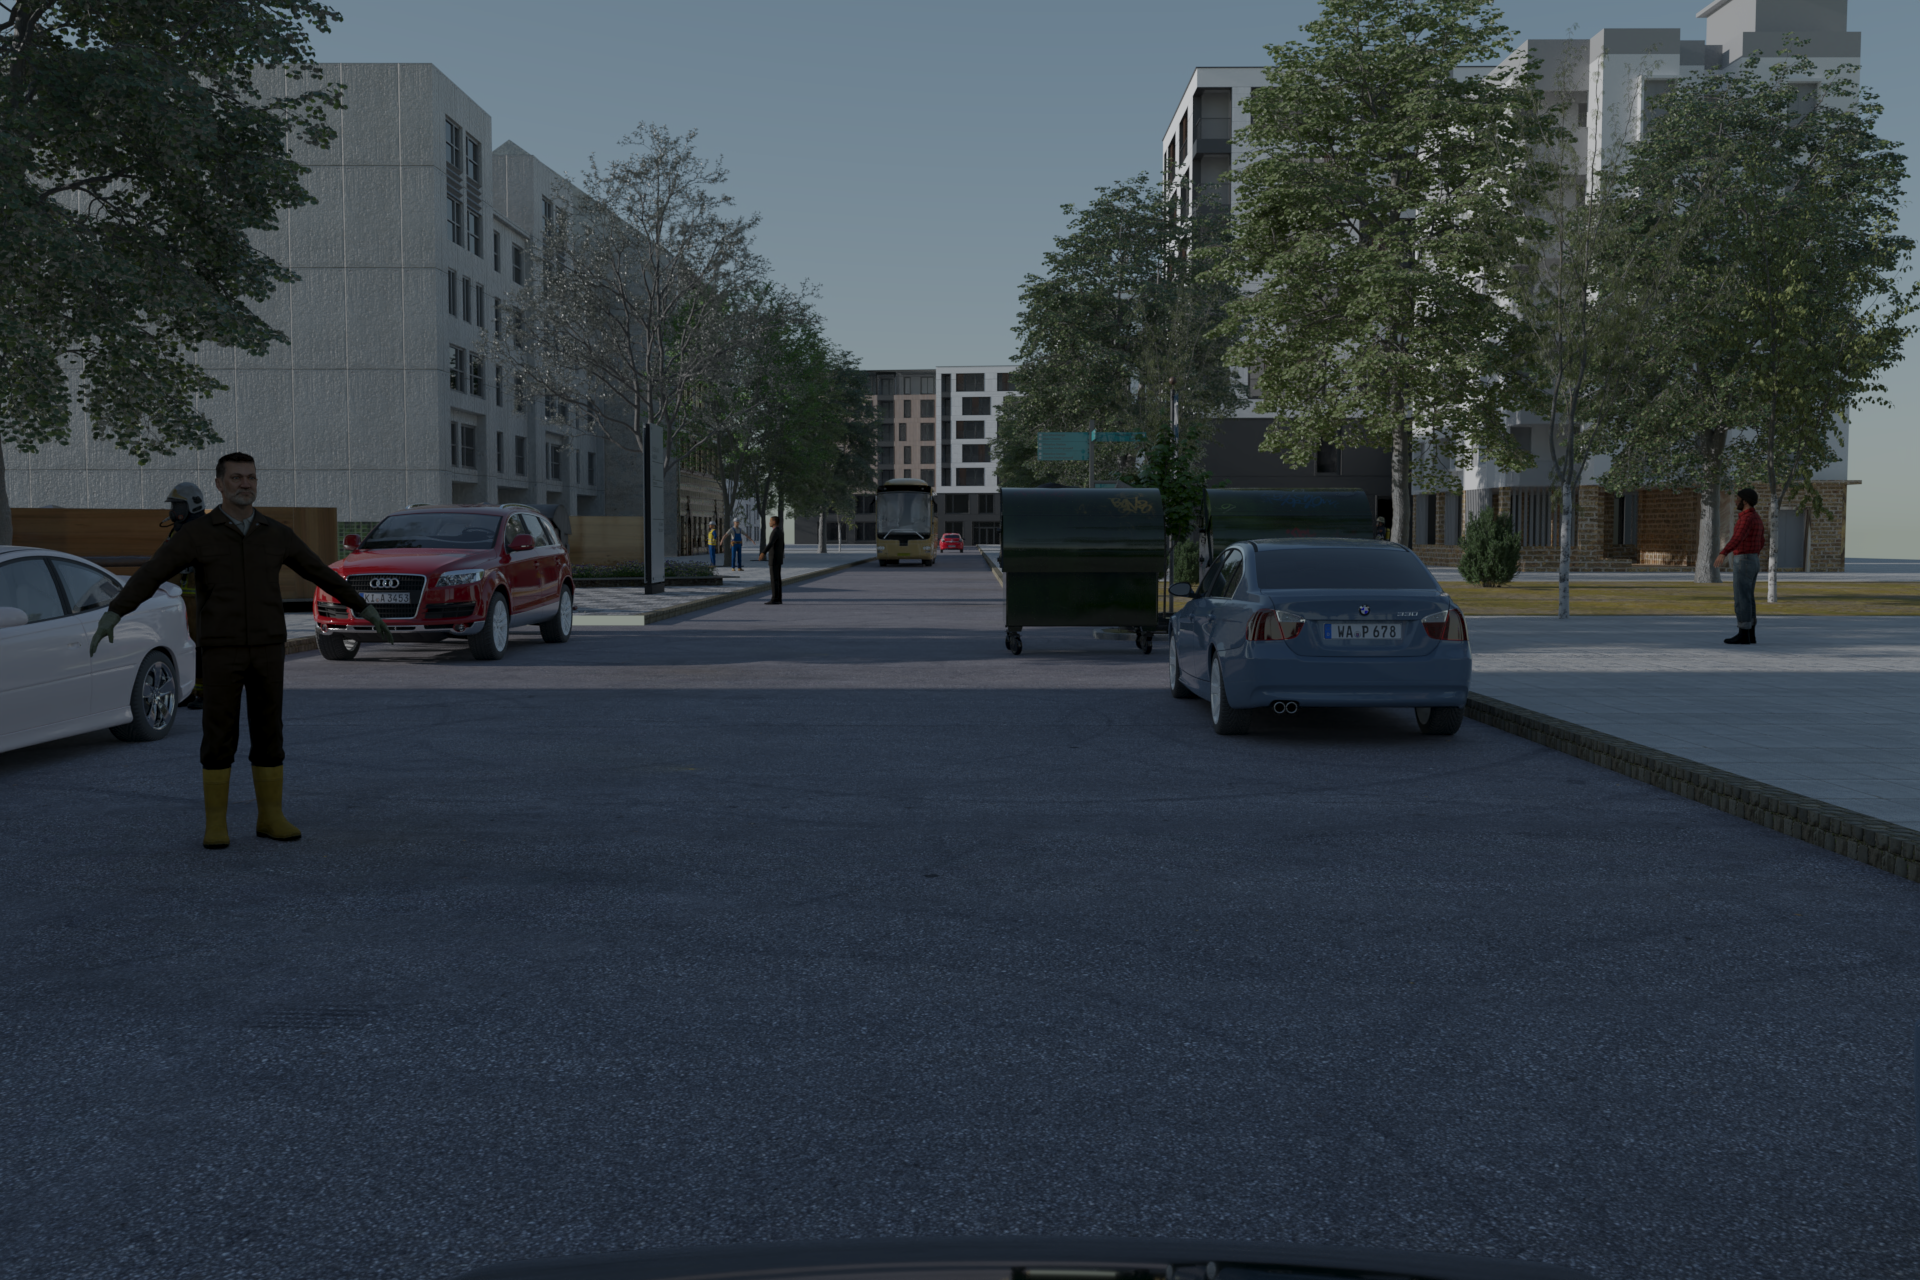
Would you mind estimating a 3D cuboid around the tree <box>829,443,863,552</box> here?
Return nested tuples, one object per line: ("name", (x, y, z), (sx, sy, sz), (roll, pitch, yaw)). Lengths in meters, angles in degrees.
("tree", (-8.884, -10.778, 126.583), (4.737, 8.622, 4.395), (0, 3, 0))

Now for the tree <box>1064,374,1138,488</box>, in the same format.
("tree", (6.046, -7.506, 73.081), (4.360, 8.622, 3.978), (0, 3, 0))

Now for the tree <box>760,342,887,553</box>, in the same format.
("tree", (-9.324, -12.852, 116.783), (9.857, 13.997, 8.962), (0, 3, 0))

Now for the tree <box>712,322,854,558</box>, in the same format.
("tree", (-9.454, -10.603, 91.493), (7.486, 12.596, 7.792), (0, 3, 0))

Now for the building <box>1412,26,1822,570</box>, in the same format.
("building", (24.073, -13.118, 70.907), (16.016, 20.090, 11.380), (0, 4, 0))

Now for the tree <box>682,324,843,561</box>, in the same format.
("tree", (-9.369, -9.531, 81.591), (9.928, 11.665, 9.643), (0, 3, 0))

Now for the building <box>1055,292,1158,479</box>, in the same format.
("building", (22.485, -19.477, 162.431), (27.936, 21.610, 32.646), (0, 3, 0))

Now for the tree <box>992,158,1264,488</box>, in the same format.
("tree", (5.658, -9.377, 59.969), (9.857, 13.997, 8.962), (0, 3, 0))

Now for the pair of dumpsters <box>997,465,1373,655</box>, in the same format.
("pair of dumpsters", (2.662, -0.981, 20.998), (4.436, 2.255, 1.574), (0, 4, -1))

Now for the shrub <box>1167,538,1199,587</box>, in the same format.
("shrub", (5.538, -1.903, 42.233), (1.383, 1.207, 1.383), (0, 3, 0))

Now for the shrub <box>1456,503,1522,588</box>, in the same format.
("shrub", (12.732, -2.278, 41.663), (1.690, 2.028, 1.600), (0, 3, 0))

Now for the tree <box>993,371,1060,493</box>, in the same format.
("tree", (5.866, -12.127, 116.407), (7.486, 12.596, 7.792), (0, 3, 0))

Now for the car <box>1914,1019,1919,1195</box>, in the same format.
("car", (2.609, 0.657, 1.268), (2.014, 1.417, 4.499), (0, 4, 0))

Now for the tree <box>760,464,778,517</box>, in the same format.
("tree", (-26.172, -17.360, 218.249), (7.601, 10.594, 8.767), (0, 4, -2))

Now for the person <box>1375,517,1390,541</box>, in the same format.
("person", (14.205, -3.231, 58.607), (0.705, 1.856, 1.354), (2, 4, 23))

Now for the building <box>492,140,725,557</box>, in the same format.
("building", (-25.000, -16.830, 106.094), (19.493, 23.208, 18.063), (0, 4, 1))

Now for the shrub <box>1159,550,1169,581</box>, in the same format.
("shrub", (5.145, -2.153, 46.323), (1.383, 1.207, 1.383), (0, 3, 0))

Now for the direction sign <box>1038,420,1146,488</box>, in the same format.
("direction sign", (3.073, -3.131, 39.953), (2.525, 3.948, 1.411), (0, 4, 1))

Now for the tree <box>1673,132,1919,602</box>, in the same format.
("tree", (15.483, -5.005, 32.202), (4.737, 8.622, 4.395), (0, 3, 0))

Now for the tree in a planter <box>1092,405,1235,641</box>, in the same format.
("tree in a planter", (2.861, -1.642, 24.072), (1.991, 3.239, 1.994), (0, 4, 1))

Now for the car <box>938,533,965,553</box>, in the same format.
("car", (-0.655, -7.603, 133.343), (2.155, 1.783, 4.494), (0, 4, -1))

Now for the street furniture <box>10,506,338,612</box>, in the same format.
("street furniture", (-13.461, -1.452, 30.593), (9.812, 1.723, 11.010), (-3, 5, -43))

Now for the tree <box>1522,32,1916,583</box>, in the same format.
("tree", (19.697, -8.489, 45.455), (9.857, 13.997, 8.962), (0, 3, 0))

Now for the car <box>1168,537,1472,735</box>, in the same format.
("car", (2.699, -0.100, 13.632), (2.014, 1.417, 4.499), (0, 4, 1))

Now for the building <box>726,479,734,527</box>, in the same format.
("building", (-27.352, -18.382, 156.966), (16.016, 20.090, 11.380), (0, 4, 1))

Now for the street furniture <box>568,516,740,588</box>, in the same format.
("street furniture", (-9.294, -2.252, 43.677), (11.010, 1.723, 9.812), (-2, 4, -32))

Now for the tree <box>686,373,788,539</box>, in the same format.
("tree", (-9.931, -7.540, 73.649), (4.360, 8.622, 3.978), (0, 3, 0))

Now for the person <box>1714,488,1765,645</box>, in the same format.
("person", (9.142, -0.863, 20.225), (0.704, 1.816, 1.345), (3, 5, 41))

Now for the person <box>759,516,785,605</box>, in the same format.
("person", (-3.783, -1.625, 35.252), (0.704, 1.802, 1.346), (1, 4, 11))

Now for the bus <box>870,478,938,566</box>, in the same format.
("bus", (-2.389, -5.414, 80.060), (2.896, 3.916, 12.252), (0, 4, 0))

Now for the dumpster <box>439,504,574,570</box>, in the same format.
("dumpster", (-6.619, -1.027, 25.007), (1.865, 1.857, 1.264), (0, 4, 0))

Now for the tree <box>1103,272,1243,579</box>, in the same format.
("tree", (5.726, -6.046, 49.212), (4.360, 8.622, 3.978), (0, 3, 0))

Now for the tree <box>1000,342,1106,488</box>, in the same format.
("tree", (6.235, -11.259, 102.217), (7.486, 12.596, 7.792), (0, 3, 0))

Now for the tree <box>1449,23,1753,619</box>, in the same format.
("tree", (8.911, -4.625, 25.982), (4.360, 8.622, 3.978), (0, 3, 0))

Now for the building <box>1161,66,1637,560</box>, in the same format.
("building", (24.443, -15.185, 92.250), (27.936, 21.610, 32.646), (0, 4, 1))

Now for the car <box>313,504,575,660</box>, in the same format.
("car", (-6.209, -0.776, 21.358), (2.281, 1.827, 5.304), (0, 4, 1))

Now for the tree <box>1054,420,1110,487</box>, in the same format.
("tree", (6.612, -8.681, 92.300), (4.737, 8.622, 4.395), (0, 3, 0))

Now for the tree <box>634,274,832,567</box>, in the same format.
("tree", (-8.983, -8.675, 67.591), (9.928, 11.665, 9.643), (0, 3, 0))

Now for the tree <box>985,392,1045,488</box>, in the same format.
("tree", (6.691, -13.844, 133.004), (9.857, 13.997, 8.962), (0, 3, 0))

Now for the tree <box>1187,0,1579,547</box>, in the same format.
("tree", (8.133, -7.040, 33.234), (7.486, 12.596, 7.792), (0, 3, 0))

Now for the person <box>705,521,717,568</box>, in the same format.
("person", (-9.479, -3.625, 65.731), (0.721, 1.772, 1.216), (-2, 4, -23))

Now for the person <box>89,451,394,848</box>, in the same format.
("person", (-3.320, 0.035, 8.029), (1.346, 1.812, 0.704), (-3, 5, -39))

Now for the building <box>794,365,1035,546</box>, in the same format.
("building", (-3.066, -23.065, 223.546), (32.646, 21.610, 27.936), (1, 4, 8))

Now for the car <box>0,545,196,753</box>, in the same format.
("car", (-6.486, 0.103, 10.686), (2.083, 1.381, 4.827), (0, 4, 1))

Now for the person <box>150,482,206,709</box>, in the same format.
("person", (-6.352, -0.368, 14.241), (1.354, 1.858, 0.705), (2, 4, 29))

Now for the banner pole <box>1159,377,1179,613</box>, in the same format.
("banner pole", (3.391, -2.288, 27.420), (0.401, 3.779, 0.863), (0, 4, -1))

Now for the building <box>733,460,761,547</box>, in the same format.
("building", (-25.854, -14.924, 186.155), (9.099, 9.664, 28.070), (0, 4, 0))

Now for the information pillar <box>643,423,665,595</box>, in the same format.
("information pillar", (-6.616, -2.821, 37.437), (0.184, 3.620, 1.656), (0, 4, -1))

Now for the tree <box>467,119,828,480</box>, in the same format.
("tree", (-9.061, -8.590, 50.810), (12.009, 13.543, 11.850), (0, 3, 0))

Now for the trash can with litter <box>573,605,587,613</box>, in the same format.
("trash can with litter", (-6.885, -1.094, 28.938), (1.678, 1.210, 2.233), (0, 4, 1))

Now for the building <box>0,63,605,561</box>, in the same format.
("building", (-28.221, -13.127, 81.077), (16.747, 18.905, 31.486), (0, 4, 0))

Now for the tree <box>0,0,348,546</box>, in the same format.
("tree", (-12.848, -7.083, 22.456), (9.857, 13.997, 8.962), (0, 3, 0))

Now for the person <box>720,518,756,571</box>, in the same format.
("person", (-7.743, -3.320, 60.141), (1.347, 1.847, 0.705), (-2, 4, -34))
